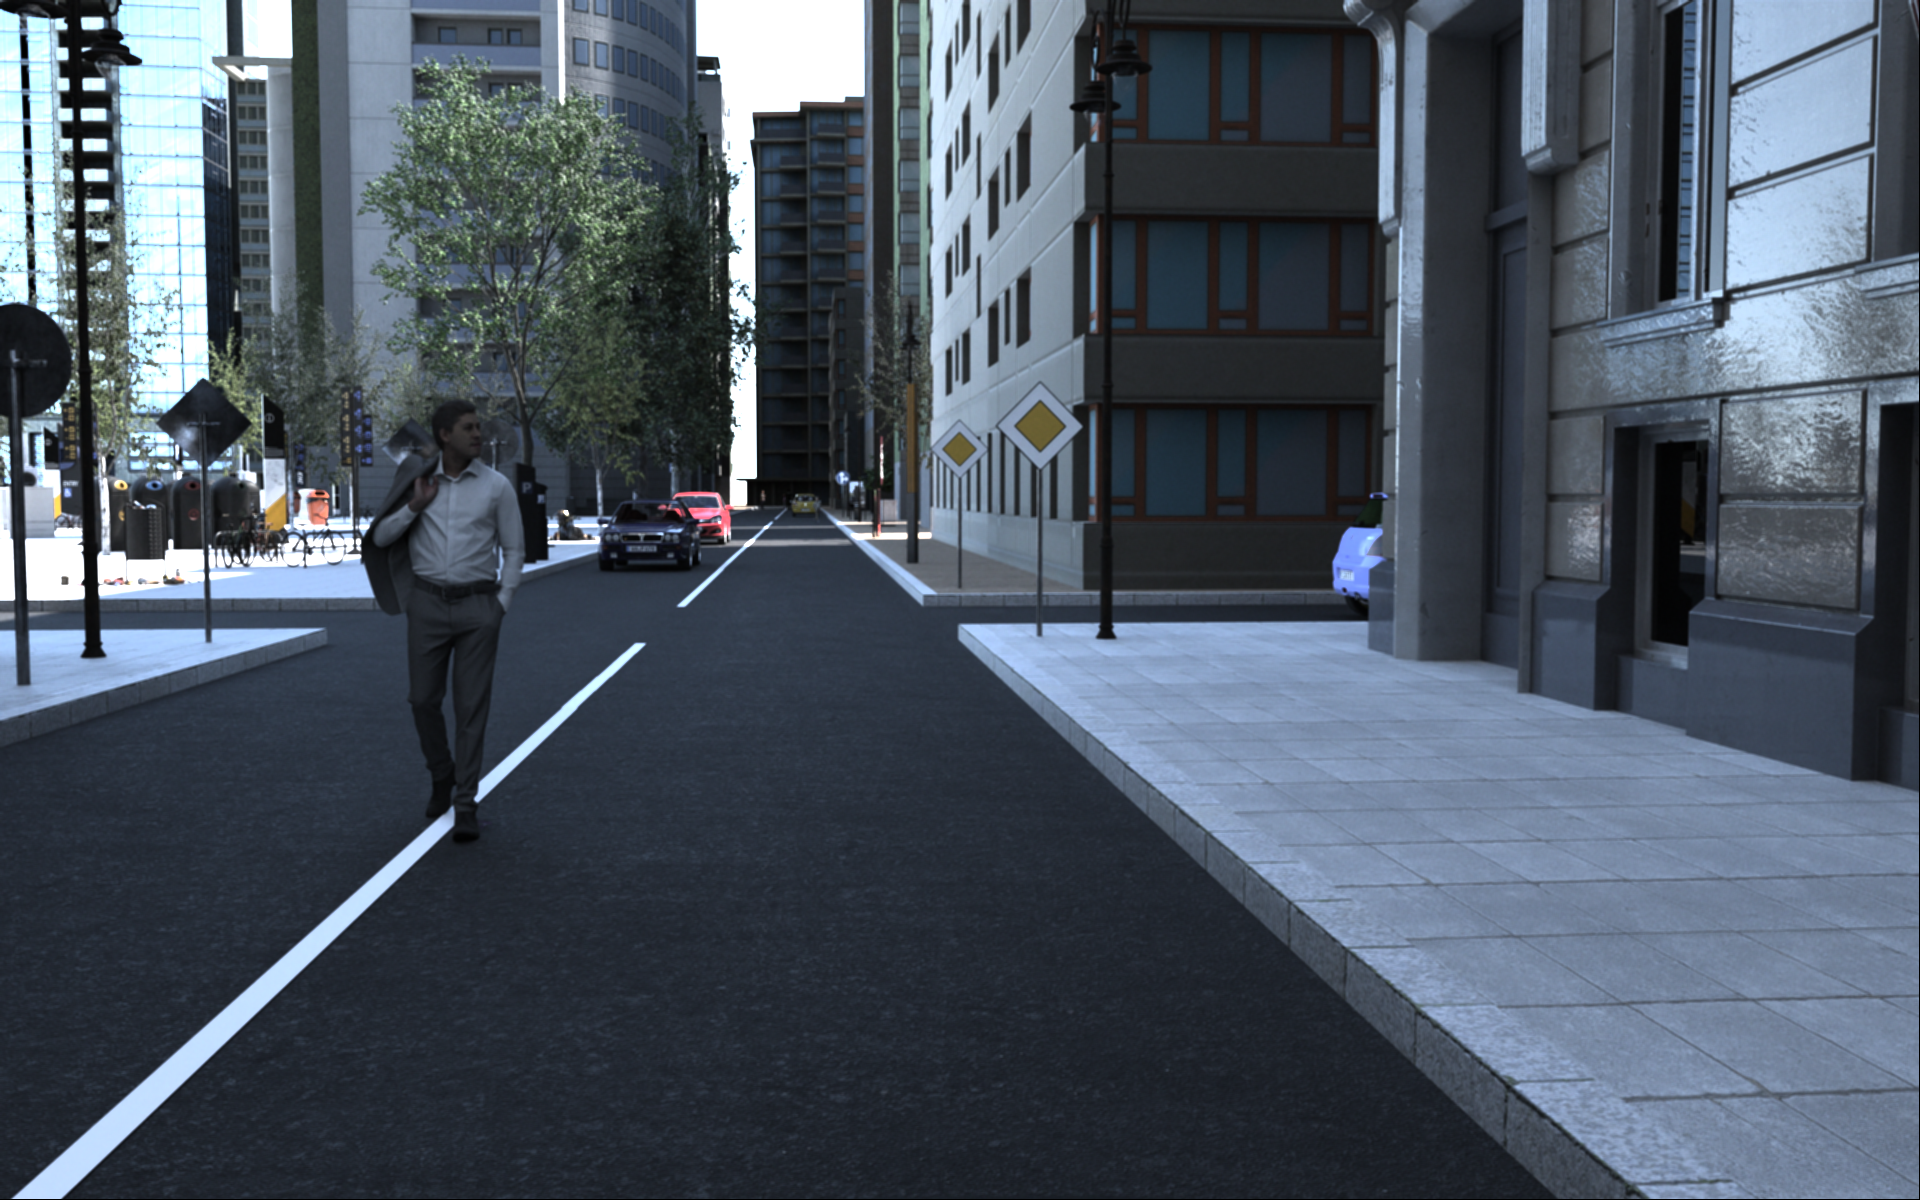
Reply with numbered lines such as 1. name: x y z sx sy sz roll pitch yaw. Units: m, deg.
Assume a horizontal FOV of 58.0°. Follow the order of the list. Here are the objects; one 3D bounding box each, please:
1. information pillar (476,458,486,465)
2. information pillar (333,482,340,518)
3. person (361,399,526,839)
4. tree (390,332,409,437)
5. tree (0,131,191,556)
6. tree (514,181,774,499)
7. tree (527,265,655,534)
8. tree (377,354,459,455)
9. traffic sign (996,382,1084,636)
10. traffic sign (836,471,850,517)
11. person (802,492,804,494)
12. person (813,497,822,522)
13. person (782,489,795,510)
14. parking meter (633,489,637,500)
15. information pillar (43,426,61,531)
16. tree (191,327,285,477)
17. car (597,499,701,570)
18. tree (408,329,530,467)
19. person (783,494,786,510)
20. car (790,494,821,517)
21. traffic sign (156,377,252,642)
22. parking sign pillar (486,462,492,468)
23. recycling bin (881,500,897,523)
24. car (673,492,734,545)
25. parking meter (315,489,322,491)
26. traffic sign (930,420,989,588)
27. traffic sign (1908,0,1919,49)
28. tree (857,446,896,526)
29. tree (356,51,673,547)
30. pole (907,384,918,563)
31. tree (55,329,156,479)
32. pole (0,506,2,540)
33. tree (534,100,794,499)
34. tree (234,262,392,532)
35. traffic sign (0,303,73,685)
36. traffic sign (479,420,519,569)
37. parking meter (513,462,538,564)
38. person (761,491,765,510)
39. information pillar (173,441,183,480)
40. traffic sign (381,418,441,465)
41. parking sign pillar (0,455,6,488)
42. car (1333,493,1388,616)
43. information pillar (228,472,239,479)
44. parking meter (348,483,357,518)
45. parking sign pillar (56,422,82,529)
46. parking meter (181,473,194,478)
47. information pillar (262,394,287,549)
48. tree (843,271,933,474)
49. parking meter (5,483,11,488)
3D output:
1. information pillar: -23.407 -5.711 84.732 0.504 3.616 0.183 0 4 -4
2. information pillar: -33.899 -5.484 94.158 0.304 2.012 0.304 -3 4 -36
3. person: -2.211 0.071 7.434 0.679 1.850 0.850 -1 4 -13
4. tree: -23.562 -7.083 66.177 4.360 8.622 3.978 0 3 0
5. tree: -17.656 -5.201 35.398 4.360 8.622 3.978 0 3 0
6. tree: -11.676 -8.970 63.660 9.611 12.733 9.660 0 3 0
7. tree: -11.433 -6.369 54.495 4.737 8.622 4.395 0 3 0
8. tree: -28.537 -8.649 91.775 4.737 8.622 4.395 0 3 0
9. traffic sign: 0.714 -0.729 15.564 0.795 2.450 0.064 0 4 -5
10. traffic sign: -6.402 -5.794 94.833 0.768 2.556 0.104 0 4 -4
11. person: -12.599 -7.872 138.680 0.415 1.643 0.593 -3 5 -41
12. person: -7.204 -4.571 87.508 0.475 1.303 0.640 -3 5 -40
13. person: -15.243 -8.941 154.312 1.348 1.869 0.705 0 4 3
14. parking meter: -14.667 -4.294 78.616 0.372 1.533 0.369 0 3 0
15. information pillar: -31.247 -4.172 59.572 0.504 3.616 0.183 -3 4 -39
16. tree: -32.443 -7.782 77.590 4.737 8.622 4.395 0 3 0
17. car: -6.021 -1.297 33.778 1.945 1.354 3.894 0 4 -5
18. tree: -20.470 -7.489 72.801 4.360 8.622 3.978 0 3 0
19. person: -16.214 -9.033 159.405 0.599 1.433 0.991 0 4 -4
20. car: -9.909 -6.166 111.043 2.015 1.641 3.980 0 4 -5
21. traffic sign: -6.502 -0.690 14.931 0.795 2.450 0.064 0 4 -5
22. parking sign pillar: -24.721 -6.175 89.441 1.447 3.967 1.447 2 4 30
23. recycling bin: -3.291 -4.029 78.420 0.722 1.027 0.722 -1 4 -17
24. car: -7.622 -2.516 50.182 2.155 1.783 4.494 0 4 -5
25. parking meter: -31.416 -4.675 84.849 0.372 1.533 0.369 0 3 0
26. traffic sign: -0.009 -1.216 23.516 0.795 2.450 0.064 0 4 -5
27. traffic sign: 1.957 -0.175 2.975 0.768 2.556 0.104 0 4 0
28. tree: -3.042 -4.573 69.364 1.663 3.219 1.824 0 3 0
29. tree: -10.572 -7.093 41.733 9.928 11.665 9.643 0 3 0
30. pole: -0.878 -2.339 32.084 0.158 3.312 0.155 0 3 0
31. tree: -38.760 -7.814 78.125 4.737 8.622 4.395 0 3 0
32. pole: -26.848 -3.327 48.237 0.158 3.312 0.155 0 3 0
33. tree: -14.610 -14.059 85.756 12.611 20.169 13.585 0 3 0
34. tree: -21.319 -6.425 55.408 4.360 8.622 3.978 0 3 0
35. traffic sign: -6.300 -0.702 11.576 0.768 2.556 0.104 0 4 4
36. traffic sign: -7.935 -1.805 29.625 0.768 2.556 0.104 0 4 -5
37. parking meter: -8.043 -1.612 32.063 0.399 1.863 0.255 -2 4 -33
38. person: -17.967 -9.161 158.816 0.750 1.759 0.617 2 4 31
39. information pillar: -29.575 -4.537 65.539 0.183 3.616 0.504 0 4 7
40. traffic sign: -7.225 -1.177 22.883 0.795 2.450 0.064 0 4 -5
41. parking sign pillar: -47.394 -5.878 84.574 1.447 3.967 1.447 -1 4 -12
42. car: 6.169 -0.621 19.742 3.694 1.707 1.945 0 4 -6
43. information pillar: -24.707 -3.331 58.953 0.304 2.012 0.304 -1 4 -15
44. parking meter: -32.743 -5.364 93.412 0.399 1.863 0.255 1 4 17
45. parking sign pillar: -33.206 -4.663 64.708 1.447 3.967 1.447 1 4 17
46. parking meter: -21.535 -2.607 48.333 0.255 1.863 0.399 -1 4 -9
47. information pillar: -16.116 -3.017 40.678 0.504 3.616 0.183 -3 4 -36
48. tree: -1.668 -6.498 56.601 4.360 8.622 3.978 0 3 0
49. parking meter: -47.973 -4.989 87.284 0.399 1.863 0.255 0 4 -2
